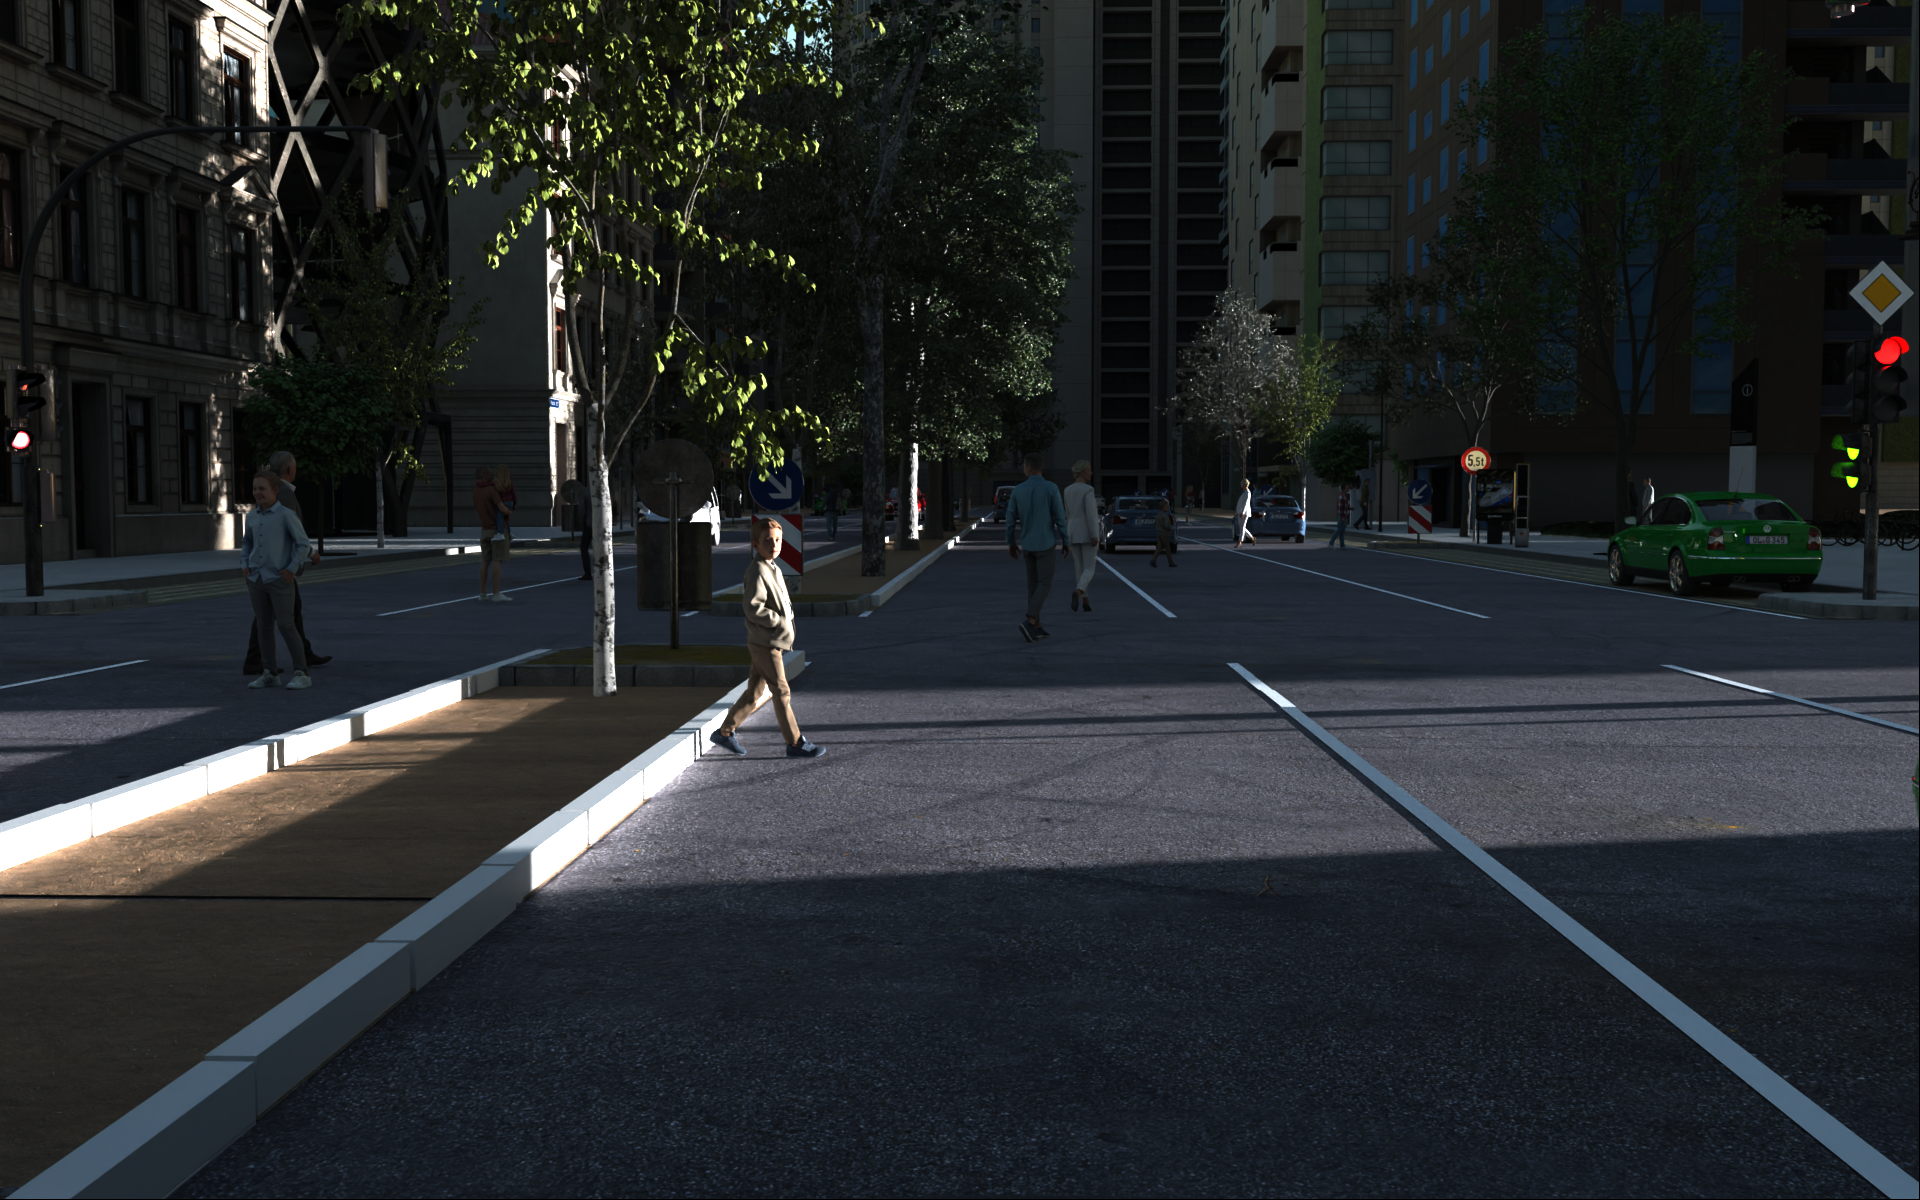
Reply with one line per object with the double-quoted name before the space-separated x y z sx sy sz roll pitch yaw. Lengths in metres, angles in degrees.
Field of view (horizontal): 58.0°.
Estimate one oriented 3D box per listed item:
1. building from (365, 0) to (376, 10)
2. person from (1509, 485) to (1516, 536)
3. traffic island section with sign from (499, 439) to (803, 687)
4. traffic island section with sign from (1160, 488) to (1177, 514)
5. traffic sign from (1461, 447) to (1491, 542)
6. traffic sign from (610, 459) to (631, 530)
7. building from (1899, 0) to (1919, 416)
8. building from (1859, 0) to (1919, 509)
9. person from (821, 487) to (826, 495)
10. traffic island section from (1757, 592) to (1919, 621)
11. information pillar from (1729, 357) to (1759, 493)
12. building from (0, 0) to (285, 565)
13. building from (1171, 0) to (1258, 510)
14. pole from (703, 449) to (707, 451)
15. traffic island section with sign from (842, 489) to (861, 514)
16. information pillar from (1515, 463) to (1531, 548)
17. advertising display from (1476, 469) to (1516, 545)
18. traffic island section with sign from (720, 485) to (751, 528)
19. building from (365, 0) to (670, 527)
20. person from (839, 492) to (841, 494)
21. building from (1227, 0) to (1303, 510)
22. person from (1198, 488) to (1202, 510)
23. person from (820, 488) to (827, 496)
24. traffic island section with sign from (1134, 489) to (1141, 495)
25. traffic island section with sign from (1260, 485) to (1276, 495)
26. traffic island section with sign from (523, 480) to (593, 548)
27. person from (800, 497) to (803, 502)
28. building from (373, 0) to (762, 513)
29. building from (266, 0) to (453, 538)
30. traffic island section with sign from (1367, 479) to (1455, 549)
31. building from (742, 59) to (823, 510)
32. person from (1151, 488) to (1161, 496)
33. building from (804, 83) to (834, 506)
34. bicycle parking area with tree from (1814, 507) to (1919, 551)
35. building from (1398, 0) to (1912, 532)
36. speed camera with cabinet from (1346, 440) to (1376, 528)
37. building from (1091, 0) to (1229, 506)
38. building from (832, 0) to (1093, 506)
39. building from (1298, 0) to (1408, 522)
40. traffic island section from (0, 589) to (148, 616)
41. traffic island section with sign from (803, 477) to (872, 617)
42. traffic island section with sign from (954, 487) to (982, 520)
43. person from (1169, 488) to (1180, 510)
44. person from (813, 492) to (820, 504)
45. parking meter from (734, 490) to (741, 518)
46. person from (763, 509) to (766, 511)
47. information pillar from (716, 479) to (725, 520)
"building" -52.835 -32.955 158.429 30.456 49.044 23.786 0 4 2
"person" 16.951 -2.843 52.710 0.590 1.801 0.661 -3 4 -39
"traffic island section with sign" -2.391 -0.342 13.733 2.006 1.907 1.989 0 4 2
"traffic island section with sign" 14.366 -6.999 123.061 1.989 1.847 2.006 0 4 2
"traffic sign" 13.826 -2.837 46.492 0.768 2.556 0.104 1 4 10
"traffic sign" -12.198 -3.803 62.291 0.768 2.556 0.104 0 4 4
"building" 26.043 -21.044 27.673 14.086 41.232 14.154 0 4 2
"building" 70.008 -37.537 155.733 28.212 58.520 21.231 0 4 2
"person" -10.967 -8.122 138.848 0.705 1.824 1.348 -2 4 -26
"traffic island section" 11.075 0.075 21.052 2.009 0.180 2.903 0 4 2
"information pillar" 13.531 -2.358 29.913 0.183 3.616 0.504 -2 4 -27
"building" -21.863 -10.350 33.847 10.561 19.102 19.286 0 4 2
"building" 31.357 -51.283 151.150 22.319 86.520 31.000 0 4 2
"pole" -11.449 -5.145 77.971 0.158 3.312 0.155 0 3 0
"traffic island section with sign" -8.062 -7.026 123.495 1.989 1.847 2.006 0 4 2
"information pillar" 13.524 -2.271 41.622 0.304 2.012 0.304 2 4 23
"advertising display" 13.674 -2.386 44.232 0.974 1.923 0.123 2 4 35
"traffic island section with sign" -9.663 -3.976 73.640 1.989 1.847 2.006 0 4 2
"building" -20.647 -14.715 76.752 11.583 22.565 21.152 0 4 2
"person" -10.924 -8.850 153.976 0.697 1.427 0.421 1 4 18
"building" 34.018 -32.577 121.879 28.713 52.752 27.495 0 4 2
"person" 19.125 -8.024 138.017 0.721 1.735 1.217 0 4 1
"person" -11.440 -8.599 146.664 1.348 1.821 0.705 3 4 38
"traffic island section with sign" 15.222 -8.647 150.002 1.989 1.847 2.006 0 4 2
"traffic island section with sign" 12.745 -3.932 72.915 1.989 1.847 2.006 0 4 2
"traffic island section with sign" -10.532 -2.328 46.699 1.989 1.847 2.006 0 4 2
"person" -11.156 -6.708 118.986 1.065 1.426 0.557 3 5 41
"building" -24.870 -27.922 111.146 22.147 44.769 28.867 0 4 2
"building" -24.626 -11.314 52.432 16.820 18.784 16.811 0 4 2
"traffic island section with sign" 11.881 -2.277 45.852 1.989 1.847 2.006 0 4 2
"building" -24.903 -28.247 153.722 23.993 40.220 32.217 0 4 2
"person" 17.841 -9.270 157.697 1.350 1.814 0.705 0 4 4
"building" -24.743 -34.841 193.347 21.600 48.544 21.300 0 4 2
"bicycle parking area with tree" 24.863 -3.279 40.614 9.016 4.147 8.231 1 4 20
"building" 25.091 -25.335 64.339 14.600 45.320 14.200 0 4 2
"speed camera with cabinet" 14.854 -4.286 64.418 0.660 3.252 2.038 0 4 -5
"building" 24.836 -46.077 191.610 20.611 71.187 20.563 0 4 2
"building" 0.268 -39.825 193.140 28.212 58.520 21.231 0 4 2
"building" 24.089 -24.649 86.609 14.154 41.232 14.086 0 4 2
"traffic island section" -11.655 0.030 21.784 2.009 0.180 2.903 0 4 2
"traffic island section with sign" -2.143 -0.795 21.136 2.006 1.907 1.989 0 4 2
"traffic island section with sign" 0.258 -5.388 96.236 2.006 1.907 1.989 0 4 2
"person" 16.810 -7.962 136.946 1.217 1.743 0.721 1 4 17
"person" -10.207 -6.948 122.870 0.421 1.427 0.697 -2 4 -35
"parking meter" -11.930 -5.170 92.936 0.372 1.533 0.369 0 3 0
"person" -14.690 -7.501 129.627 0.436 1.711 0.756 2 4 25
"information pillar" -11.866 -4.979 85.903 0.304 2.012 0.304 2 4 24
